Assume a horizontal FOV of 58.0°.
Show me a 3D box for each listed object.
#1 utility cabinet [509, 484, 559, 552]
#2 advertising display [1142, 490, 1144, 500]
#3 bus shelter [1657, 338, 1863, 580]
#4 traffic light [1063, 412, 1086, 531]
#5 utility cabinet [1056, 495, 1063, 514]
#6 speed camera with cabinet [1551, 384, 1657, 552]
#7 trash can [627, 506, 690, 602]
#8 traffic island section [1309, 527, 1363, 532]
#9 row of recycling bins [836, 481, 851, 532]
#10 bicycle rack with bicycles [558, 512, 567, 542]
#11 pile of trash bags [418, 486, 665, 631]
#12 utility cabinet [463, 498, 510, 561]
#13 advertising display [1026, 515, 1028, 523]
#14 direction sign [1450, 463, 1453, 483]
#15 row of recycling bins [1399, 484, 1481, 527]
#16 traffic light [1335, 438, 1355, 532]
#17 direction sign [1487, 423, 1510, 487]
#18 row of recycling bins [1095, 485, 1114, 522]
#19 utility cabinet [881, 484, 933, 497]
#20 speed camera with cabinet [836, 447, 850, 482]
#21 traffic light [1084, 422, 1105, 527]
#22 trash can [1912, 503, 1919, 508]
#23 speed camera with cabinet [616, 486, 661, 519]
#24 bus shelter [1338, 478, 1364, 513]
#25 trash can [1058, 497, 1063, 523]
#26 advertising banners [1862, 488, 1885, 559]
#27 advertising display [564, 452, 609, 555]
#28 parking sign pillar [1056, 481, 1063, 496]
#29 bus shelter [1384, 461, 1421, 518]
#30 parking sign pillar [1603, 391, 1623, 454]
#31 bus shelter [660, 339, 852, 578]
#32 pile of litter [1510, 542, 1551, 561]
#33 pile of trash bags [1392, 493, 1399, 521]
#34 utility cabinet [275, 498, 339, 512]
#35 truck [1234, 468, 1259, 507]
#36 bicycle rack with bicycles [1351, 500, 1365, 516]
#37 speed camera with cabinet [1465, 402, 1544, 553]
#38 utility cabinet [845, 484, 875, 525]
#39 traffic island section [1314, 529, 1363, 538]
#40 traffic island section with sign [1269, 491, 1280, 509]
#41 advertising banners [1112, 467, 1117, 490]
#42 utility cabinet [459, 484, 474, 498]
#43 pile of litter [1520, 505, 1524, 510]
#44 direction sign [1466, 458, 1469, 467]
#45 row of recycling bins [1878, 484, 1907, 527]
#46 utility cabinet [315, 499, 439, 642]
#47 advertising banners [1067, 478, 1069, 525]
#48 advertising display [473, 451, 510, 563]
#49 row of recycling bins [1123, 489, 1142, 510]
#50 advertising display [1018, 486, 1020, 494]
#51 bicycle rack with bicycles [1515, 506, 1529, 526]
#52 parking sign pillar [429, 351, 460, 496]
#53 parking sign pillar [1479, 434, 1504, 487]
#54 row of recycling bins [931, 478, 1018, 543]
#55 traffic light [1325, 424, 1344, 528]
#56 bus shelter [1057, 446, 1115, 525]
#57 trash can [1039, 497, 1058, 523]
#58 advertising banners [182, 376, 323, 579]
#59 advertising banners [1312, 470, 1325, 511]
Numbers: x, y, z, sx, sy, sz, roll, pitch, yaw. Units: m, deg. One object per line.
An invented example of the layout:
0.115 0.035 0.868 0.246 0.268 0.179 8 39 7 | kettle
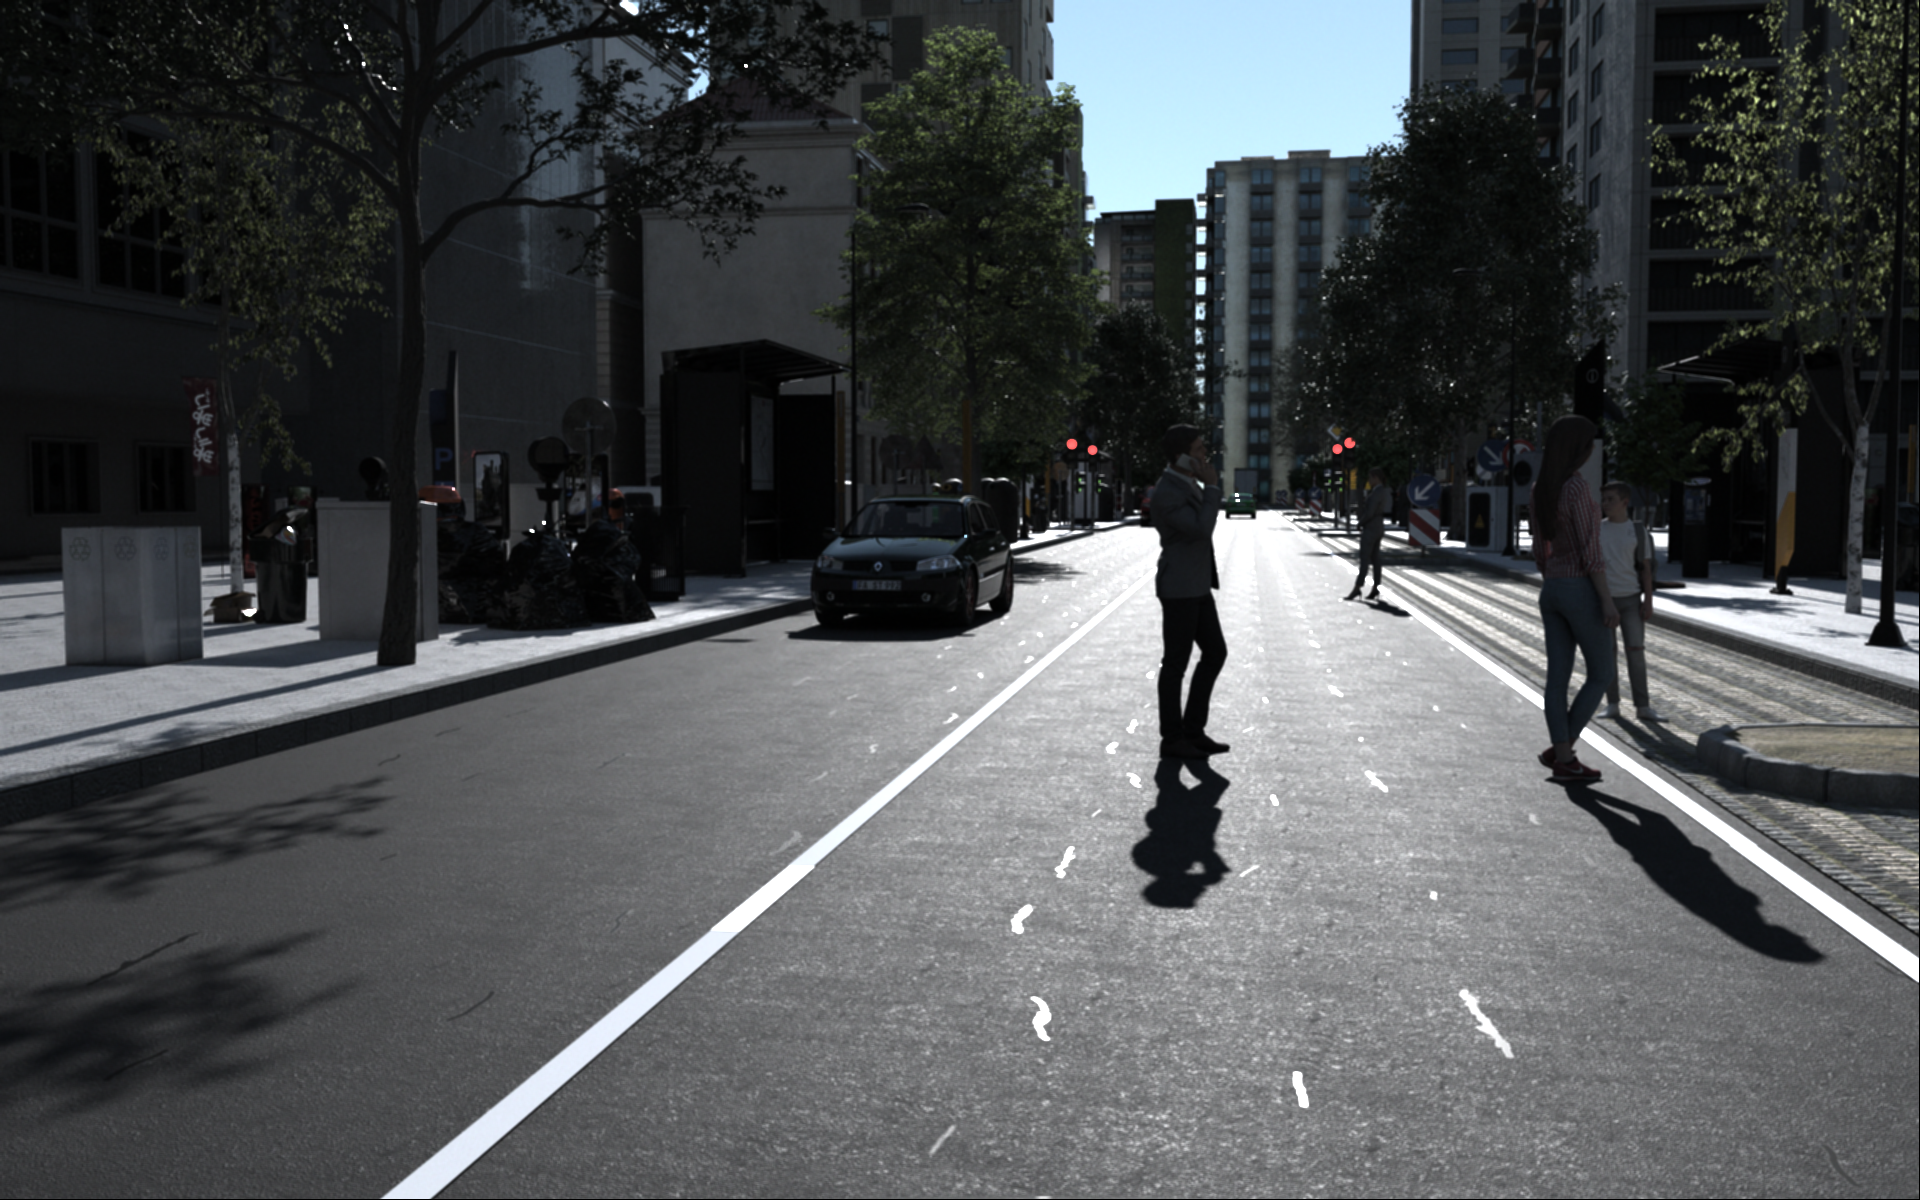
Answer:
-9.305 -1.762 37.481 1.173 1.500 0.318 0 4 2 | utility cabinet
13.875 -7.703 131.164 0.123 1.923 0.974 1 4 8 | advertising display
13.129 -2.305 28.964 1.731 3.624 6.357 1 4 9 | bus shelter
3.875 -4.305 59.306 0.839 4.253 0.868 1 4 9 | traffic light
4.794 -4.358 82.412 0.306 1.237 1.020 1 4 13 | utility cabinet
11.454 -2.226 30.727 2.038 3.252 0.660 -2 4 -27 | speed camera with cabinet
-3.613 -0.561 20.819 0.748 1.137 0.748 0 3 0 | trash can
14.309 -2.662 65.808 2.009 0.180 2.903 1 4 9 | traffic island section
-3.728 -2.869 54.014 1.069 1.692 3.534 0 4 1 | row of recycling bins
-9.000 -1.761 42.175 2.852 0.926 2.925 -1 4 -17 | bicycle rack with bicycles
-4.712 -0.498 17.891 3.447 1.369 1.912 3 5 44 | pile of trash bags
-7.971 -1.065 28.567 1.020 1.237 0.306 0 3 0 | utility cabinet
2.886 -4.237 74.481 0.123 1.923 0.974 1 4 18 | advertising display
35.841 -8.152 125.288 0.379 3.537 0.876 -3 5 -42 | direction sign
18.780 -3.704 67.674 3.534 1.692 1.069 -1 4 -15 | row of recycling bins
12.966 -4.214 57.822 0.839 4.253 0.868 1 4 9 | traffic light
17.191 -3.875 55.360 0.876 3.537 0.379 -1 4 -22 | direction sign
6.486 -4.564 81.732 1.069 1.692 3.534 -1 4 -11 | row of recycling bins
-1.174 -1.824 38.501 1.173 1.500 0.318 2 4 31 | utility cabinet
-4.812 -4.754 72.069 0.660 3.252 2.038 -1 4 -12 | speed camera with cabinet
5.181 -4.787 67.184 0.839 4.253 0.868 1 4 9 | traffic light
16.204 -1.050 28.828 0.748 1.137 0.748 0 3 0 | trash can
-6.388 -2.631 37.357 2.038 3.252 0.660 -1 4 -13 | speed camera with cabinet
25.618 -7.339 113.921 2.014 3.302 5.546 1 4 9 | bus shelter
4.344 -4.074 78.265 0.748 1.137 0.748 0 3 0 | trash can
17.588 -2.360 34.774 0.090 3.025 2.074 -2 4 -34 | advertising banners
-5.841 -1.338 27.090 0.974 1.923 0.123 3 5 41 | advertising display
6.888 -7.583 112.451 1.447 3.967 1.447 3 4 39 | parking sign pillar
23.127 -5.999 92.000 2.014 3.302 5.546 1 4 9 | bus shelter
14.909 -3.173 40.344 1.447 3.967 1.447 -1 4 -9 | parking sign pillar
-3.303 -2.337 29.495 1.731 3.624 6.357 1 4 9 | bus shelter
11.418 -1.180 33.260 1.176 0.858 1.719 -2 4 -26 | pile of litter
21.602 -4.479 82.979 1.912 1.369 3.447 -1 4 -12 | pile of trash bags
-11.088 -1.119 29.453 0.306 1.237 1.020 3 5 40 | utility cabinet
31.892 -12.479 192.947 2.839 4.237 11.283 1 4 10 | truck
23.566 -5.285 99.795 2.852 0.926 2.925 -3 5 -44 | bicycle rack with bicycles
11.938 -2.653 37.708 0.660 3.252 2.038 -2 4 -26 | speed camera with cabinet
-2.229 -1.766 37.555 0.318 1.500 1.173 -2 4 -31 | utility cabinet
13.004 -2.180 57.930 2.009 0.180 2.903 1 4 9 | traffic island section
30.953 -9.637 166.198 1.989 1.847 2.006 1 4 9 | traffic island section with sign
8.918 -6.919 109.314 2.074 3.025 0.090 1 4 16 | advertising banners
-10.496 -1.734 37.037 1.173 1.500 0.318 2 4 29 | utility cabinet
31.724 -5.182 98.683 1.176 0.858 1.719 0 4 -8 | pile of litter
31.238 -7.063 107.471 0.876 3.537 0.379 -2 4 -29 | direction sign
36.046 -3.769 68.737 3.534 1.692 1.069 2 4 32 | row of recycling bins
-5.128 -0.251 15.269 1.020 1.237 0.306 1 4 13 | utility cabinet
4.445 -4.596 71.338 0.090 3.025 2.074 0 4 5 | advertising banners
-7.123 -1.293 26.355 0.123 1.923 0.974 -3 5 -40 | advertising display
14.614 -7.953 137.136 3.534 1.692 1.069 1 4 22 | row of recycling bins
4.192 -7.419 126.512 0.974 1.923 0.123 1 4 17 | advertising display
22.330 -3.533 71.143 2.925 0.926 2.852 -1 4 -11 | bicycle rack with bicycles
-9.495 -2.661 31.976 1.447 3.967 1.447 -1 4 -13 | parking sign pillar
22.877 -5.266 74.572 1.447 3.967 1.447 -3 5 -41 | parking sign pillar
0.490 -2.434 46.916 1.069 1.692 3.534 -2 4 -28 | row of recycling bins
14.271 -4.696 65.700 0.839 4.253 0.868 1 4 9 | traffic light
5.502 -4.965 75.098 2.014 3.302 5.546 1 4 9 | bus shelter
3.705 -3.951 76.246 0.748 1.137 0.748 0 3 0 | trash can
-10.730 -1.845 26.355 2.074 3.025 0.090 -3 5 -42 | advertising banners
26.186 -7.925 125.768 0.090 3.025 2.074 -2 4 -25 | advertising banners
